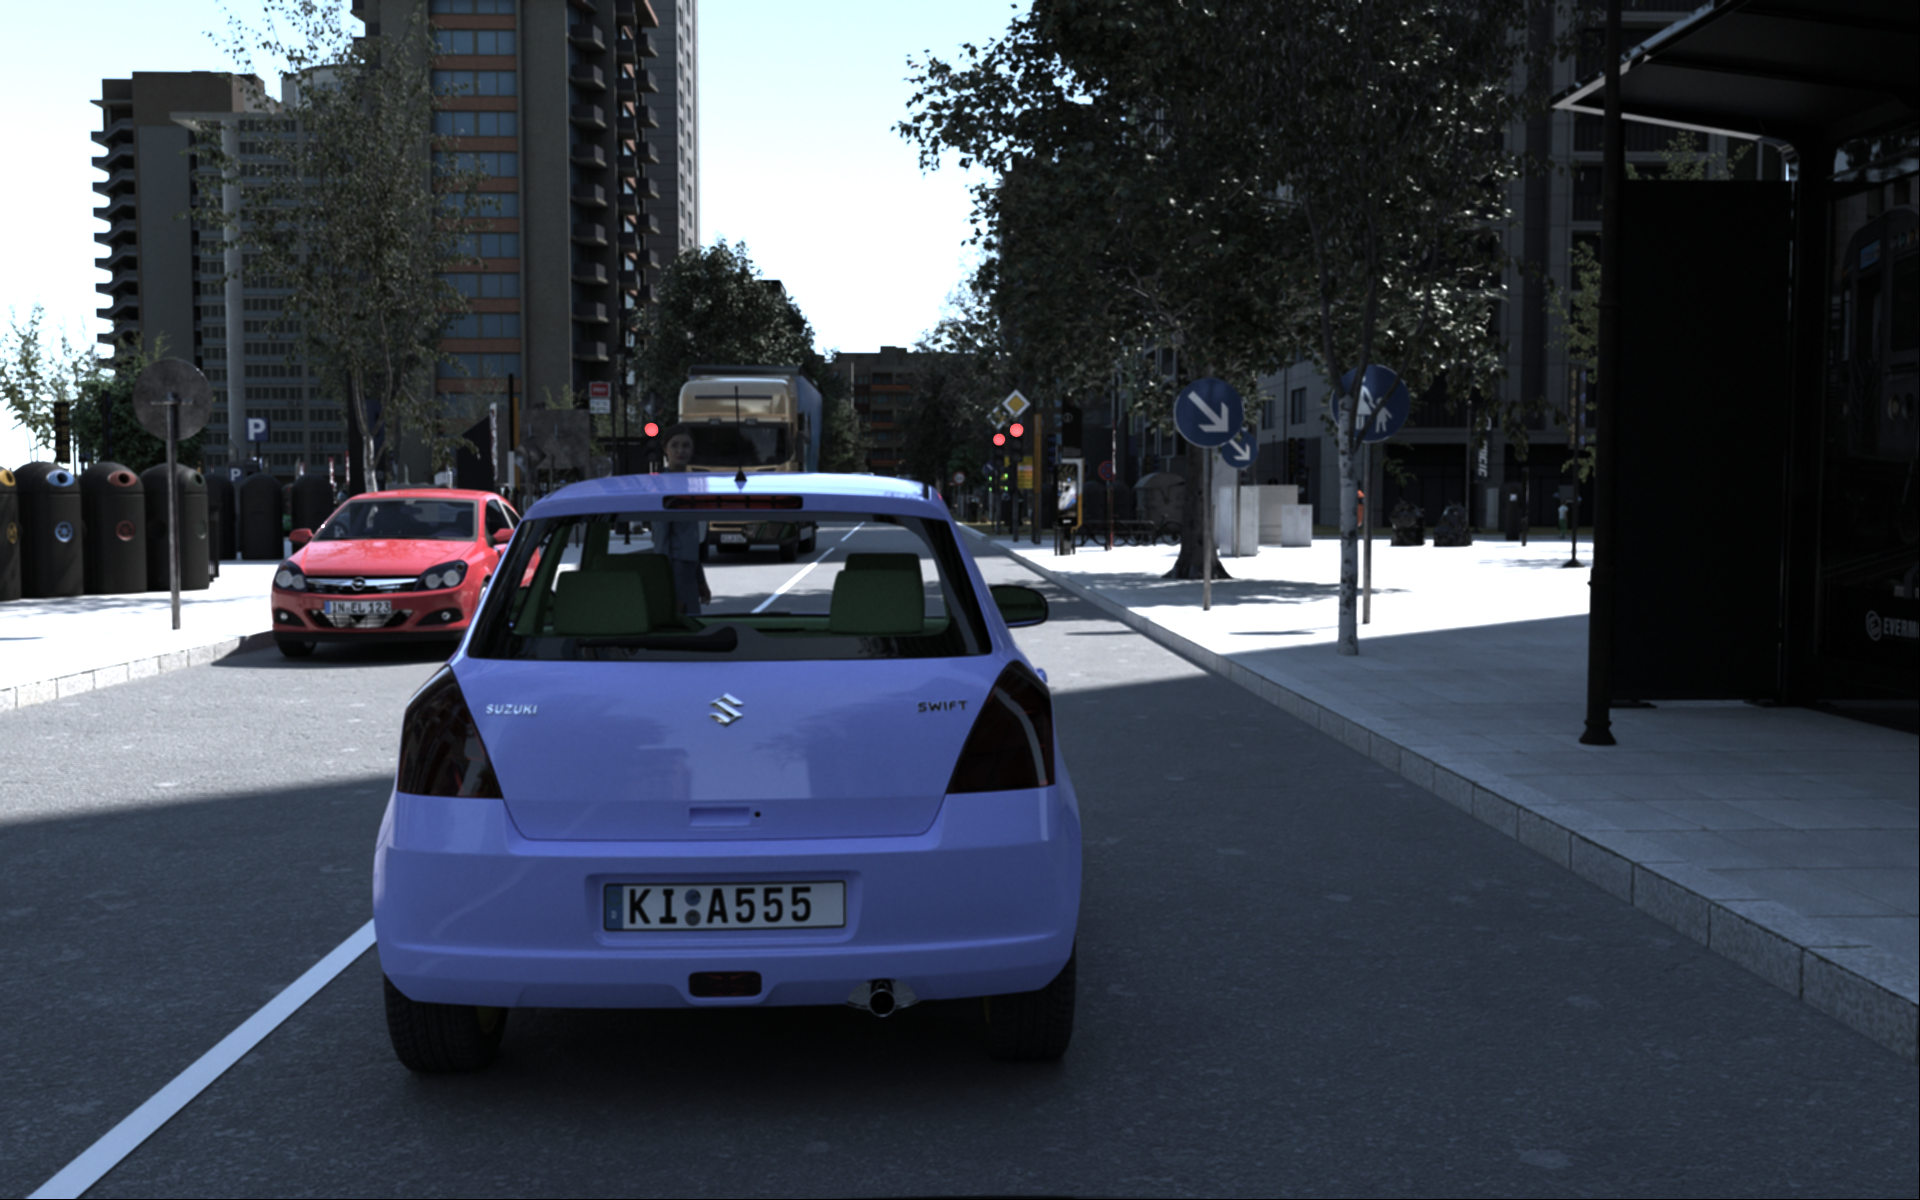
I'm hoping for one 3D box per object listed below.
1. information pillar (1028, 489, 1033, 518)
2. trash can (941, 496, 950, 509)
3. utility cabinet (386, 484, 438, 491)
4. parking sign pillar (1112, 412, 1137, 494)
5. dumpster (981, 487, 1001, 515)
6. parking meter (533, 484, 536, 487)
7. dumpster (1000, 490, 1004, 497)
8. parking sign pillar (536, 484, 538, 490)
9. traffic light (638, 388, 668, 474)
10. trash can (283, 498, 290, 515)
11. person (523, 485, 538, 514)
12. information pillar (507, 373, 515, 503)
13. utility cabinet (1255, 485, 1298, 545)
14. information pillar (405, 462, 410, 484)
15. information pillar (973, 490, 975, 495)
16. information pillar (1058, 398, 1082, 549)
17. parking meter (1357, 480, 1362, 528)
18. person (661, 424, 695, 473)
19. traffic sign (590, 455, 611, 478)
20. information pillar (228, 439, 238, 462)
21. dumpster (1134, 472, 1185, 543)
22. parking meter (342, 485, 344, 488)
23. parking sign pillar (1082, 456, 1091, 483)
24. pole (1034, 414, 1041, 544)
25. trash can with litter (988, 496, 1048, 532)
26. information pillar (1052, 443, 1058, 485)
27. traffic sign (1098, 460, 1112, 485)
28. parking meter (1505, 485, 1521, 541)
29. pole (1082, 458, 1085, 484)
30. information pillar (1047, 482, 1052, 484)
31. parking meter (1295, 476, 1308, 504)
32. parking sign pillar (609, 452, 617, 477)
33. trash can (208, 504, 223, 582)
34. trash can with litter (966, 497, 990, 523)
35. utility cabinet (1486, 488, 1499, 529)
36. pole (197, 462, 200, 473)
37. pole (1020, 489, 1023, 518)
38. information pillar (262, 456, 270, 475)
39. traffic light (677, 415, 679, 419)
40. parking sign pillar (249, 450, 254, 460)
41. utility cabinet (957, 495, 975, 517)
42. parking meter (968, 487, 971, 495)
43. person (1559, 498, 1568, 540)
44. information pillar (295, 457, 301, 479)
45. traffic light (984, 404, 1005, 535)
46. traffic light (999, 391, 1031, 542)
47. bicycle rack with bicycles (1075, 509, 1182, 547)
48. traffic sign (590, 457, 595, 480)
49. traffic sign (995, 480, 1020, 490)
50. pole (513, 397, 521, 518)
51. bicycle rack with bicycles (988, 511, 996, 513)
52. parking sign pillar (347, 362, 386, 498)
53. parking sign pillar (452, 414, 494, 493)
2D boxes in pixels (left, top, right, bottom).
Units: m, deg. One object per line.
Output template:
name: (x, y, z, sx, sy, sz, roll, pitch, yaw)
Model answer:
information pillar: (3.847, -5.379, 92.443, 0.304, 2.012, 0.304, -3, 5, -41)
trash can: (-1.055, -6.820, 123.161, 0.748, 1.137, 0.748, 0, 3, 0)
utility cabinet: (-12.375, -1.857, 39.047, 1.173, 1.500, 0.318, -3, 4, -38)
parking sign pillar: (5.450, -4.224, 57.529, 1.447, 3.967, 1.447, -1, 4, -13)
dumpster: (1.972, -6.327, 109.206, 1.264, 1.857, 1.865, 0, 4, -2)
parking meter: (-19.701, -4.525, 79.703, 0.399, 1.863, 0.255, 3, 5, 40)
dumpster: (3.599, -7.261, 121.207, 1.502, 2.255, 1.985, 0, 4, -2)
parking sign pillar: (-26.144, -7.216, 106.453, 1.447, 3.967, 1.447, -3, 5, -45)
traffic light: (-8.127, -3.493, 46.038, 0.839, 4.253, 0.868, 0, 4, -2)
trash can: (-24.695, -3.133, 62.870, 0.748, 1.137, 0.748, 0, 3, 0)
person: (-12.138, -2.421, 49.085, 0.512, 1.701, 0.522, -3, 4, -37)
information pillar: (-8.764, -2.598, 33.831, 0.183, 3.616, 0.504, -1, 4, -19)
utility cabinet: (7.808, -2.110, 43.183, 1.173, 1.500, 0.318, -1, 4, -11)
information pillar: (-40.877, -8.364, 128.104, 0.504, 3.616, 0.183, 3, 5, 40)
information pillar: (1.003, -8.374, 128.276, 0.183, 3.616, 0.504, 2, 4, 28)
information pillar: (2.597, -3.002, 40.435, 0.504, 3.616, 0.183, 0, 4, 7)
parking meter: (14.761, -3.605, 64.657, 0.399, 1.863, 0.255, 3, 4, 37)
person: (-1.628, -0.074, 9.742, 0.654, 1.822, 0.581, 2, 4, 28)
traffic sign: (-11.805, -3.464, 56.742, 0.768, 2.556, 0.104, 0, 4, 3)
information pillar: (-30.877, -5.033, 73.649, 0.504, 3.616, 0.183, 2, 4, 25)
dumpster: (5.402, -2.489, 46.450, 1.264, 1.857, 1.865, 0, 4, -2)
parking meter: (-36.347, -5.919, 102.480, 0.399, 1.863, 0.255, 0, 4, 3)
parking sign pillar: (7.110, -6.836, 100.244, 1.447, 3.967, 1.447, 2, 4, 28)
pole: (1.977, -3.080, 44.194, 0.158, 3.312, 0.155, 0, 3, 0)
trash can with litter: (1.971, -2.949, 59.270, 2.233, 1.210, 1.678, -1, 4, -8)
information pillar: (4.440, -5.440, 80.296, 0.183, 3.616, 0.504, -2, 4, -27)
traffic sign: (5.597, -3.995, 65.425, 0.768, 2.556, 0.104, 0, 4, 0)
parking meter: (15.217, -2.400, 47.650, 0.372, 1.533, 0.369, 0, 3, 0)
pole: (6.844, -6.288, 96.659, 0.158, 3.312, 0.155, 0, 3, 0)
information pillar: (5.538, -6.246, 106.618, 0.304, 2.012, 0.304, 1, 4, 20)
parking meter: (11.137, -3.107, 56.511, 0.399, 1.863, 0.255, 0, 4, 4)
parking sign pillar: (-20.418, -6.949, 102.093, 1.447, 3.967, 1.447, -3, 5, -41)
trash can: (-11.145, -0.833, 25.269, 0.748, 1.137, 0.748, 0, 3, 0)
trash can with litter: (0.783, -3.959, 76.114, 1.055, 1.170, 0.624, 1, 4, 14)
utility cabinet: (19.730, -3.370, 63.784, 0.318, 1.500, 1.173, 3, 4, 36)
pole: (-47.584, -7.002, 108.333, 0.158, 3.312, 0.155, 0, 3, 0)
pole: (3.358, -6.103, 93.620, 0.158, 3.312, 0.155, 0, 3, 0)
information pillar: (-42.873, -7.076, 107.054, 0.504, 3.616, 0.183, 1, 4, 8)
traffic light: (-8.413, -3.982, 54.018, 0.839, 4.253, 0.868, 0, 4, -2)
parking sign pillar: (-42.732, -7.072, 104.093, 1.447, 3.967, 1.447, -1, 4, -11)
utility cabinet: (0.355, -5.375, 99.048, 1.020, 1.237, 0.306, 0, 4, 4)
parking meter: (0.654, -6.135, 106.010, 0.255, 1.863, 0.399, 0, 4, -7)
person: (18.379, -2.450, 52.803, 0.306, 1.304, 0.590, 3, 4, 38)
information pillar: (-41.501, -7.175, 108.669, 0.504, 3.616, 0.183, 2, 4, 35)
traffic light: (1.192, -4.003, 54.377, 0.839, 4.253, 0.868, 0, 4, -2)
traffic light: (1.477, -3.515, 46.397, 0.839, 4.253, 0.868, 0, 4, -2)
bicycle rack with bicycles: (4.083, -1.806, 42.910, 2.925, 0.926, 2.852, 0, 4, 6)
traffic sign: (-12.765, -3.653, 59.837, 0.768, 2.556, 0.104, 0, 4, 5)
traffic sign: (2.946, -7.325, 113.629, 2.265, 3.308, 0.079, 0, 4, 2)
pole: (-9.355, -2.608, 36.486, 0.158, 3.312, 0.155, 0, 3, 0)
bicycle rack with bicycles: (3.216, -6.260, 115.734, 2.852, 0.926, 2.925, 1, 4, 22)
parking sign pillar: (-12.335, -2.910, 36.044, 1.447, 3.967, 1.447, 0, 4, -4)
parking sign pillar: (-15.993, -4.184, 56.874, 1.447, 3.967, 1.447, -3, 5, -41)
